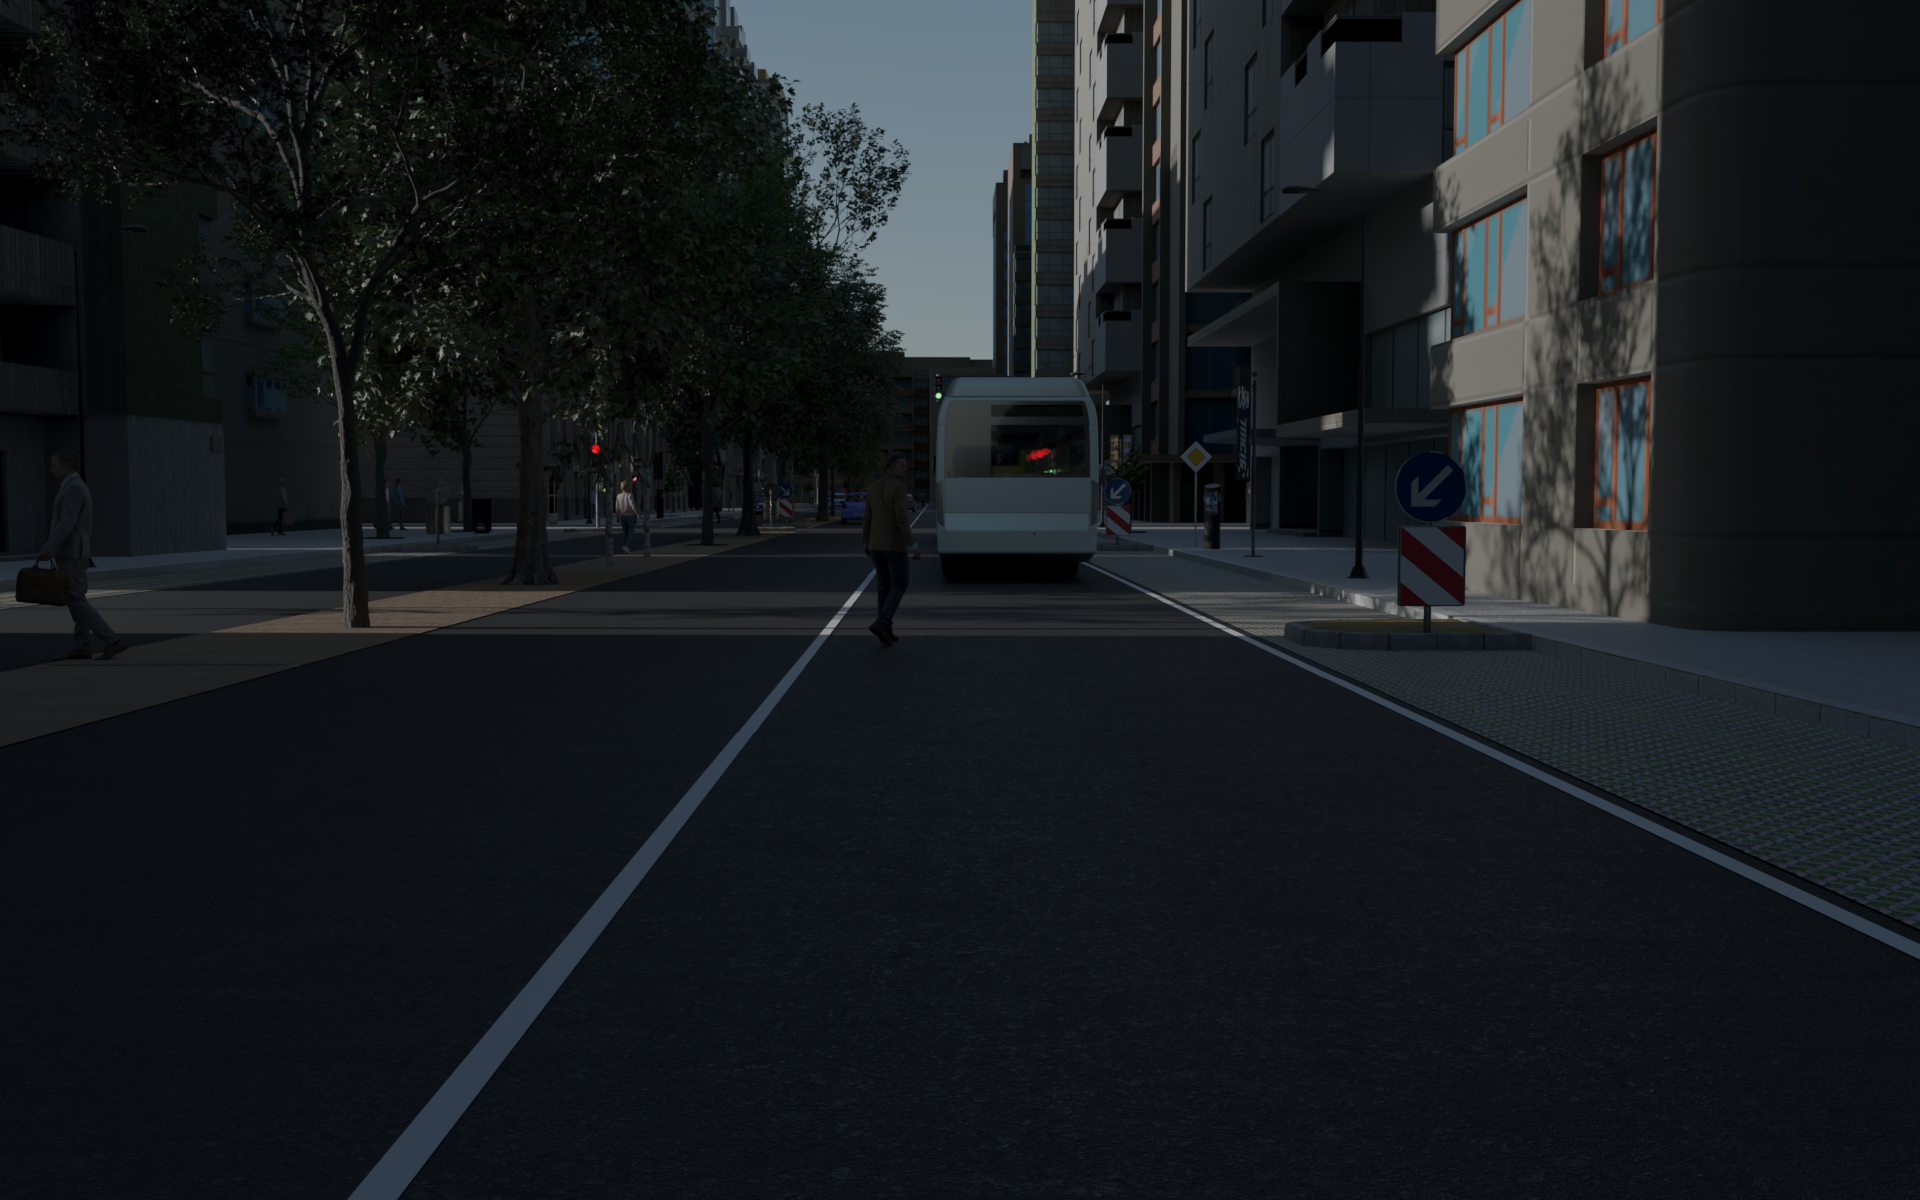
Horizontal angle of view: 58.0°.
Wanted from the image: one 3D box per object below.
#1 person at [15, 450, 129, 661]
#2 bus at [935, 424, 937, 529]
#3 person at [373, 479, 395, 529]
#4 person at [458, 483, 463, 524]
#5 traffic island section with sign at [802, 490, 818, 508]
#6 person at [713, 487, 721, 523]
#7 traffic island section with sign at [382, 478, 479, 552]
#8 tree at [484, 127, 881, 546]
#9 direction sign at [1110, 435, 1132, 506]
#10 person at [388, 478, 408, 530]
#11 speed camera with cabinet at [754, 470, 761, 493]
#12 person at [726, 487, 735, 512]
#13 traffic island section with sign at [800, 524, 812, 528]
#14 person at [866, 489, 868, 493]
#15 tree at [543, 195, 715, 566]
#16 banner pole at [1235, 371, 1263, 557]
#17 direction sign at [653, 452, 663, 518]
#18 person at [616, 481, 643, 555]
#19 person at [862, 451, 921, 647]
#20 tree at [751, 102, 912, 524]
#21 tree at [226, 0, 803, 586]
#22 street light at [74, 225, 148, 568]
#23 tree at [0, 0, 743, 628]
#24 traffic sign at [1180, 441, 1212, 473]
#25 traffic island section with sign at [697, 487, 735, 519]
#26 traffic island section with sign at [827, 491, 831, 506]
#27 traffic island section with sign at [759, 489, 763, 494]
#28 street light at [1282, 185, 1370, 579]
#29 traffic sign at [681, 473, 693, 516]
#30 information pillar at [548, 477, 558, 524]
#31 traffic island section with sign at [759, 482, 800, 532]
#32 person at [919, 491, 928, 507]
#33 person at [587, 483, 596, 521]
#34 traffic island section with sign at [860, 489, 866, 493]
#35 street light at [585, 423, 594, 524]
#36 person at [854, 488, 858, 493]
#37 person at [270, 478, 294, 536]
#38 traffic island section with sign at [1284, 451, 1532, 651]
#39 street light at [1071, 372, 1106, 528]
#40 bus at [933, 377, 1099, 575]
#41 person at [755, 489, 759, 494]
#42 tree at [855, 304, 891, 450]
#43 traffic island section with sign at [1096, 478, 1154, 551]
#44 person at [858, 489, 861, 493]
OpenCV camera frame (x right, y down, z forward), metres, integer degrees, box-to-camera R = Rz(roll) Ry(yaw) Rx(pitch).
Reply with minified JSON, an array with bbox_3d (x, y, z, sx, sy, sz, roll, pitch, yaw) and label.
[{"bbox_3d":[-7.629,-0.382,14.865,0.853,1.813,0.709,-2,4,-26],"label":"person"},{"bbox_3d":[0.526,-3.831,54.176,2.896,3.916,12.252,0,4,0],"label":"bus"},{"bbox_3d":[-21.249,-3.526,63.802,0.850,1.850,0.679,1,4,12],"label":"person"},{"bbox_3d":[-21.078,-4.093,73.512,0.519,1.759,0.362,0,4,-2],"label":"person"},{"bbox_3d":[-14.971,-10.222,175.749,1.989,1.847,2.006,0,4,-1],"label":"traffic island section with sign"},{"bbox_3d":[-12.245,-4.701,85.763,0.834,1.777,0.661,1,4,13],"label":"person"},{"bbox_3d":[-13.175,-2.123,43.340,1.989,1.847,2.006,0,4,-1],"label":"traffic island section with sign"},{"bbox_3d":[-6.872,-7.289,47.388,9.928,11.665,9.643,0,3,0],"label":"tree"},{"bbox_3d":[6.186,-4.562,66.585,0.876,3.537,0.379,2,4,27],"label":"direction sign"},{"bbox_3d":[-19.930,-3.387,61.276,0.748,1.841,0.638,-1,4,-19],"label":"person"},{"bbox_3d":[-16.541,-9.043,142.187,0.660,3.252,2.038,0,4,3],"label":"speed camera with cabinet"},{"bbox_3d":[-16.497,-7.193,123.995,0.623,1.781,0.721,3,4,38],"label":"person"},{"bbox_3d":[-7.385,-4.012,73.739,2.006,1.907,1.989,0,4,-1],"label":"traffic island section with sign"},{"bbox_3d":[-7.100,-7.634,133.293,0.573,1.828,0.580,0,4,4],"label":"person"},{"bbox_3d":[-6.977,-4.988,34.370,4.360,8.622,3.978,0,3,0],"label":"tree"},{"bbox_3d":[5.822,-2.756,35.074,0.401,3.779,0.863,3,5,44],"label":"banner pole"},{"bbox_3d":[-16.209,-6.180,93.044,0.379,3.537,0.876,-3,5,-43],"label":"direction sign"},{"bbox_3d":[-7.824,-1.936,40.819,0.731,1.740,0.598,1,4,10],"label":"person"},{"bbox_3d":[-0.660,-0.495,16.511,0.656,1.842,0.836,1,4,16],"label":"person"},{"bbox_3d":[-8.930,-13.462,78.445,12.611,20.169,13.585,0,3,0],"label":"tree"},{"bbox_3d":[-6.778,-6.588,27.176,9.611,12.733,9.660,0,3,0],"label":"tree"},{"bbox_3d":[-14.745,-3.519,30.083,1.470,5.913,1.316,0,4,-1],"label":"street light"},{"bbox_3d":[-6.434,-4.996,18.554,8.767,10.594,7.601,0,4,-1],"label":"tree"},{"bbox_3d":[5.837,-2.629,42.724,0.795,2.593,0.064,0,4,6],"label":"traffic sign"},{"bbox_3d":[-13.921,-5.527,99.001,1.989,1.847,2.006,0,4,-1],"label":"traffic island section with sign"},{"bbox_3d":[-15.349,-11.882,202.903,1.989,1.847,2.006,0,4,-1],"label":"traffic island section with sign"},{"bbox_3d":[-14.303,-7.176,125.954,1.989,1.847,2.006,0,4,-1],"label":"traffic island section with sign"},{"bbox_3d":[5.536,-3.283,26.220,1.470,5.913,1.316,0,4,-1],"label":"street light"},{"bbox_3d":[-16.045,-6.197,101.326,0.884,2.594,0.081,0,4,4],"label":"traffic sign"},{"bbox_3d":[-17.304,-4.229,73.630,0.304,2.012,0.304,1,4,11],"label":"information pillar"},{"bbox_3d":[-7.294,-3.559,66.333,2.006,1.907,1.989,0,4,-1],"label":"traffic island section with sign"},{"bbox_3d":[-4.173,-11.483,196.322,1.350,1.814,0.705,-3,5,-44],"label":"person"},{"bbox_3d":[-17.404,-4.622,81.876,0.793,1.790,0.793,0,4,-2],"label":"person"},{"bbox_3d":[-8.416,-8.608,148.871,2.006,1.907,1.989,0,4,-1],"label":"traffic island section with sign"},{"bbox_3d":[-15.366,-6.213,74.130,1.470,5.913,1.316,0,4,-1],"label":"street light"},{"bbox_3d":[-5.913,-5.341,96.181,0.716,1.782,0.532,3,4,38],"label":"person"},{"bbox_3d":[-20.939,-2.869,53.435,0.782,1.767,0.515,3,5,45],"label":"person"},{"bbox_3d":[4.211,-0.493,16.696,1.989,1.847,2.006,0,4,-1],"label":"traffic island section with sign"},{"bbox_3d":[4.914,-5.724,66.132,1.470,5.913,1.316,0,4,-1],"label":"street light"},{"bbox_3d":[0.874,-2.389,33.920,2.948,3.499,13.247,0,4,0],"label":"bus"},{"bbox_3d":[-14.336,-6.990,122.975,0.728,1.800,0.709,2,4,33],"label":"person"},{"bbox_3d":[-7.255,-8.545,59.178,9.611,12.733,9.660,0,3,0],"label":"tree"},{"bbox_3d":[3.835,-2.170,44.114,1.989,1.847,2.006,0,4,-1],"label":"traffic island section with sign"},{"bbox_3d":[-7.039,-6.838,120.528,0.641,1.798,0.478,2,4,30],"label":"person"}]
